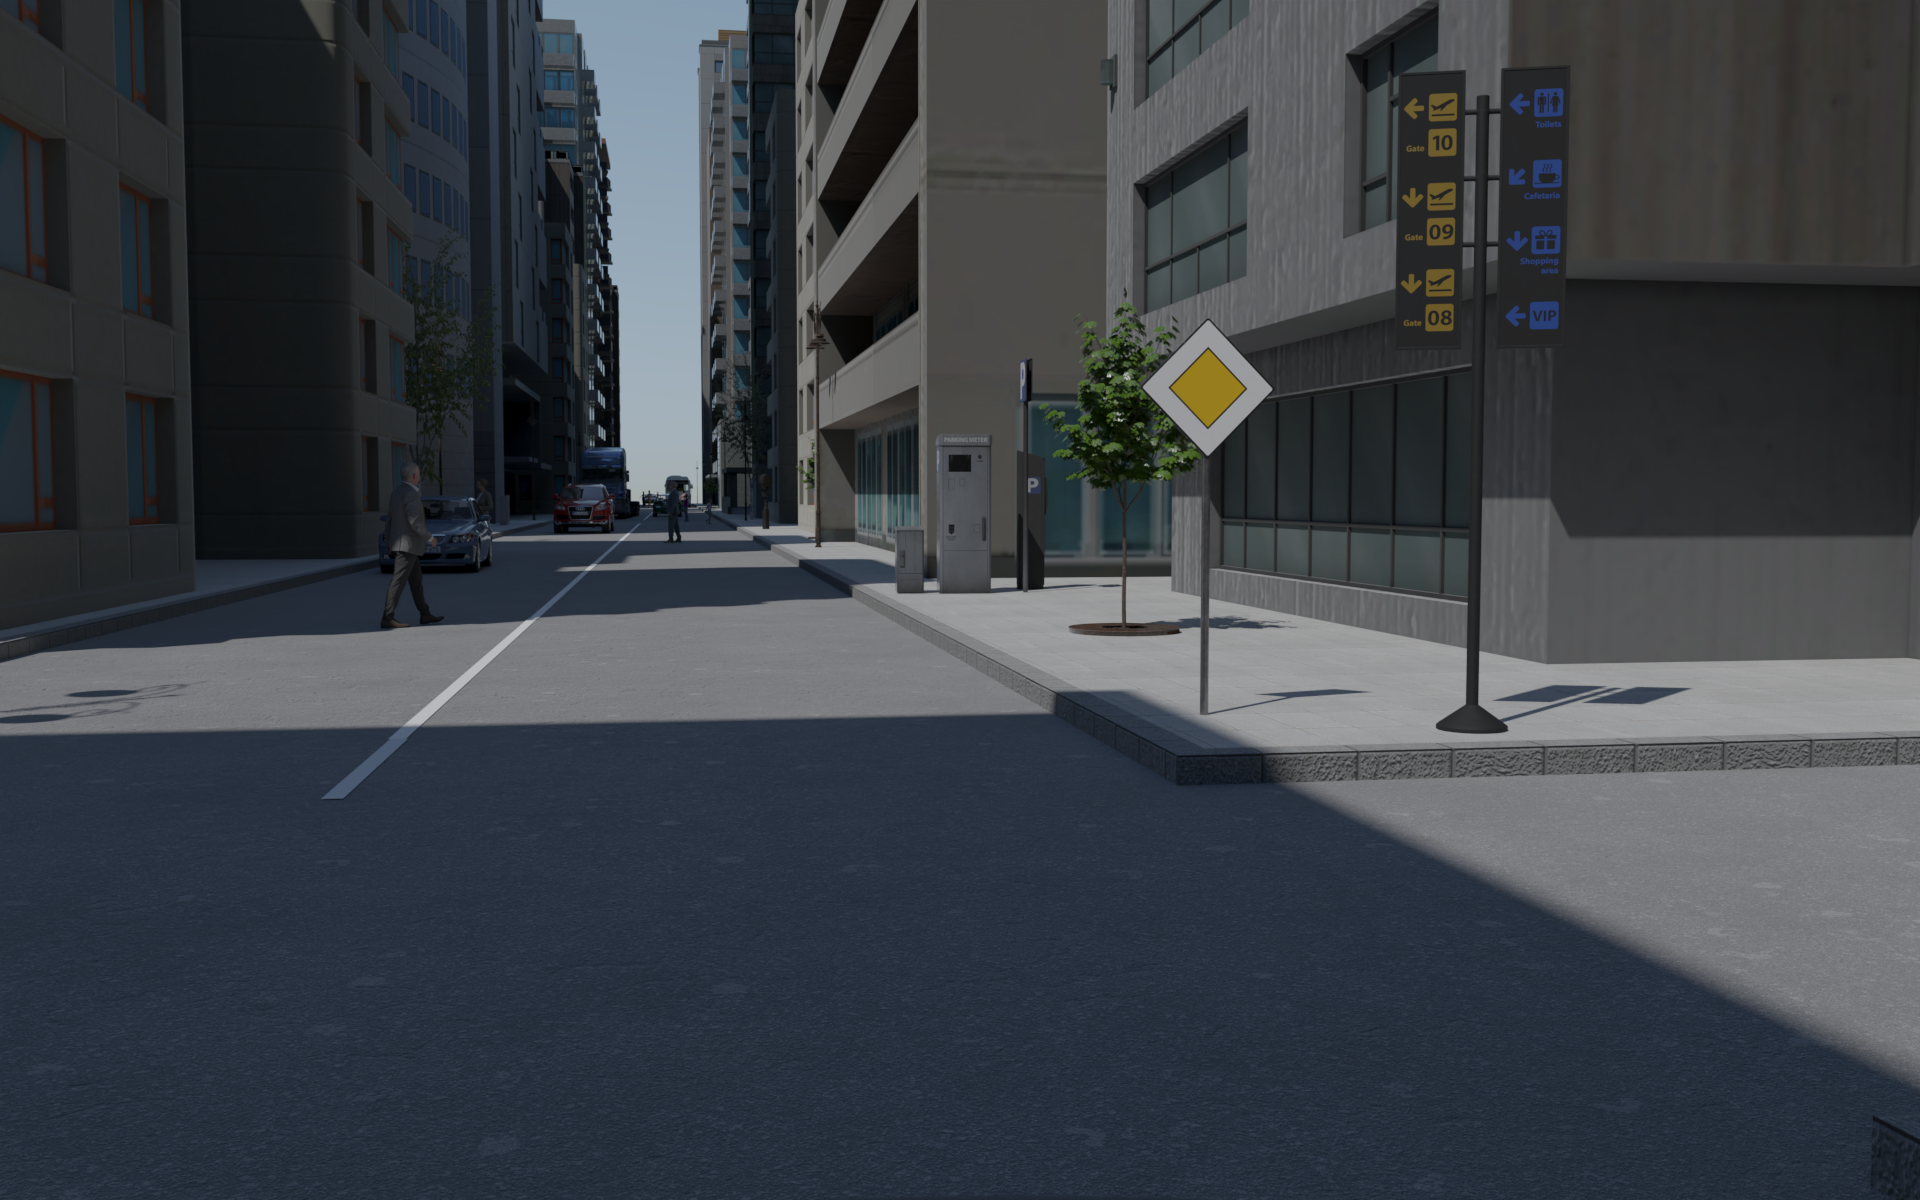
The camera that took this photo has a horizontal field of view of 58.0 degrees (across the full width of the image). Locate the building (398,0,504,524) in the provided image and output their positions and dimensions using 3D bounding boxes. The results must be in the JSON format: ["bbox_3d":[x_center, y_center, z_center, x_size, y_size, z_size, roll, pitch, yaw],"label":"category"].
[{"bbox_3d":[-28.662,-31.748,61.077,21.231,58.520,28.212,-1,4,-9],"label":"building"}]

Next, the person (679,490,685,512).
[{"bbox_3d":[-21.587,-7.677,134.731,0.721,1.736,1.217,-3,5,-45],"label":"person"}]

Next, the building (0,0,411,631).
[{"bbox_3d":[-24.727,-11.060,25.873,27.650,21.520,28.899,-1,4,-9],"label":"building"}]

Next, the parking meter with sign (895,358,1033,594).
[{"bbox_3d":[0.034,-1.599,22.407,1.738,3.016,0.543,0,4,-7],"label":"parking meter with sign"}]

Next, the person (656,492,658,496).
[{"bbox_3d":[-40.627,-13.665,232.440,1.217,1.766,0.721,-3,5,-43],"label":"person"}]

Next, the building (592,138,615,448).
[{"bbox_3d":[-52.888,-33.774,206.824,22.147,44.769,28.867,-1,4,-9],"label":"building"}]

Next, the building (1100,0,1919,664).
[{"bbox_3d":[9.788,-14.954,16.206,14.107,30.474,14.160,-1,4,-9],"label":"building"}]

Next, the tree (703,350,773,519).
[{"bbox_3d":[-10.698,-8.401,87.721,4.360,8.622,3.978,0,3,0],"label":"tree"}]

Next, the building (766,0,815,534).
[{"bbox_3d":[6.729,-13.822,71.022,27.650,21.520,28.899,-1,4,-9],"label":"building"}]

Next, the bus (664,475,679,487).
[{"bbox_3d":[-37.369,-14.440,227.643,2.896,3.916,12.252,-1,4,-10],"label":"bus"}]

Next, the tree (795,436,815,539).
[{"bbox_3d":[-3.973,-3.370,49.699,1.663,3.219,1.824,0,3,0],"label":"tree"}]

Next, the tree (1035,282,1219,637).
[{"bbox_3d":[1.413,-1.304,15.921,1.663,3.219,1.824,0,3,0],"label":"tree"}]

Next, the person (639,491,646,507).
[{"bbox_3d":[-35.009,-11.129,191.147,1.217,1.739,0.721,3,5,41],"label":"person"}]

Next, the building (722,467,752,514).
[{"bbox_3d":[0.011,-26.073,118.180,32.217,40.220,23.993,-1,4,-9],"label":"building"}]

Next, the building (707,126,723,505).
[{"bbox_3d":[-23.062,-34.097,207.602,14.600,45.320,14.200,-1,4,-9],"label":"building"}]

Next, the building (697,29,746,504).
[{"bbox_3d":[-23.677,-41.991,228.554,21.231,58.520,28.212,-1,4,-9],"label":"building"}]

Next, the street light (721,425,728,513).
[{"bbox_3d":[-15.807,-8.790,116.506,0.468,5.910,1.993,-1,4,-9],"label":"street light"}]

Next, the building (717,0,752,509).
[{"bbox_3d":[-8.712,-50.801,143.263,22.319,86.520,31.000,-1,4,-9],"label":"building"}]

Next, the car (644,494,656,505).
[{"bbox_3d":[-39.366,-12.749,220.251,2.131,1.459,4.920,-1,4,-8],"label":"car"}]

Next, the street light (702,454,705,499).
[{"bbox_3d":[-29.486,-13.855,199.320,0.468,5.910,1.993,-1,4,-9],"label":"street light"}]

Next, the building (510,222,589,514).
[{"bbox_3d":[-41.110,-16.975,122.580,27.650,21.520,28.899,-1,4,-9],"label":"building"}]

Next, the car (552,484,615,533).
[{"bbox_3d":[-14.036,-3.431,64.776,2.281,1.827,5.304,-1,4,-9],"label":"car"}]

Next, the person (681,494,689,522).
[{"bbox_3d":[-14.214,-4.761,89.571,0.599,1.433,0.991,-2,4,-29],"label":"person"}]

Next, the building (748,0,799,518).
[{"bbox_3d":[-4.928,-19.970,98.217,14.160,30.474,14.107,-1,4,-9],"label":"building"}]

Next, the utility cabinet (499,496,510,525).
[{"bbox_3d":[-18.811,-3.692,71.527,0.306,1.237,1.020,0,4,-8],"label":"utility cabinet"}]

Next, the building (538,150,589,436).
[{"bbox_3d":[-38.556,-22.800,144.482,14.160,30.474,14.107,-1,4,-9],"label":"building"}]

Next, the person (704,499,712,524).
[{"bbox_3d":[-12.046,-4.245,82.916,0.382,1.210,0.505,0,4,-3],"label":"person"}]

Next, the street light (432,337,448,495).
[{"bbox_3d":[-15.245,-4.770,50.776,0.468,5.910,1.993,-1,4,-9],"label":"street light"}]

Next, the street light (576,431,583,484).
[{"bbox_3d":[-27.821,-9.421,126.824,0.468,5.910,1.993,-1,4,-9],"label":"street light"}]

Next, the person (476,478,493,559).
[{"bbox_3d":[-10.038,-1.667,36.299,0.362,1.759,0.519,-3,5,-44],"label":"person"}]

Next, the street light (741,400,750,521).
[{"bbox_3d":[-10.348,-6.773,83.526,0.468,5.910,1.993,-1,4,-9],"label":"street light"}]

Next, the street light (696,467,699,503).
[{"bbox_3d":[-36.615,-16.427,241.369,0.468,5.910,1.993,-1,4,-9],"label":"street light"}]

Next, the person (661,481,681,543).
[{"bbox_3d":[-8.524,-2.593,51.069,0.590,1.801,0.661,0,4,-2],"label":"person"}]

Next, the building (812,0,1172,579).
[{"bbox_3d":[8.297,-25.267,36.817,21.300,48.544,21.600,-1,4,-9],"label":"building"}]

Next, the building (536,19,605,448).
[{"bbox_3d":[-48.215,-34.119,177.456,23.786,49.044,30.456,-1,4,-9],"label":"building"}]

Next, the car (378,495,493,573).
[{"bbox_3d":[-9.924,-1.283,32.987,2.014,1.417,4.499,-1,4,-11],"label":"car"}]

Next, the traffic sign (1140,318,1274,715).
[{"bbox_3d":[1.415,-0.389,10.000,0.795,2.450,0.064,-1,4,-9],"label":"traffic sign"}]

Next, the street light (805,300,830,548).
[{"bbox_3d":[-3.402,-4.199,41.447,0.468,5.910,1.993,-1,4,-9],"label":"street light"}]

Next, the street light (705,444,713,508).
[{"bbox_3d":[-22.872,-11.391,159.030,0.468,5.910,1.993,-1,4,-9],"label":"street light"}]

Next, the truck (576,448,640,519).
[{"bbox_3d":[-21.278,-7.106,105.947,2.967,4.110,18.799,0,4,-8],"label":"truck"}]

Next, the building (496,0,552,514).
[{"bbox_3d":[-36.939,-30.829,93.286,28.713,52.752,27.495,-1,4,-9],"label":"building"}]

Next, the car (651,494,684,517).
[{"bbox_3d":[-18.580,-6.009,110.049,2.131,1.459,4.920,-1,4,-9],"label":"car"}]

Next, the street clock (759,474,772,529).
[{"bbox_3d":[-7.084,-3.584,63.175,0.358,2.002,0.471,3,4,38],"label":"street clock"}]

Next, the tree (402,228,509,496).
[{"bbox_3d":[-14.576,-5.922,47.191,4.737,8.622,4.395,0,3,0],"label":"tree"}]

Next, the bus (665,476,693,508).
[{"bbox_3d":[-30.228,-11.698,186.119,2.948,3.499,13.247,-1,4,-8],"label":"bus"}]

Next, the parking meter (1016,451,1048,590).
[{"bbox_3d":[0.969,-1.079,23.347,0.399,1.863,0.255,0,4,-5],"label":"parking meter"}]

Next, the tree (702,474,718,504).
[{"bbox_3d":[-23.852,-10.512,166.475,1.663,3.219,1.824,0,3,0],"label":"tree"}]

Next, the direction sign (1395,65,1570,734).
[{"bbox_3d":[2.789,-1.060,9.333,0.876,3.537,0.379,1,4,12],"label":"direction sign"}]

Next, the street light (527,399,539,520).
[{"bbox_3d":[-20.884,-6.847,84.743,0.468,5.910,1.993,-1,4,-9],"label":"street light"}]

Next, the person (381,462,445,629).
[{"bbox_3d":[-5.894,-0.600,18.705,0.661,1.777,0.834,3,5,42],"label":"person"}]

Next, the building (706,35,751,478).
[{"bbox_3d":[-15.333,-34.650,186.137,23.786,49.044,30.456,-1,4,-9],"label":"building"}]

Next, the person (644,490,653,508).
[{"bbox_3d":[-31.398,-10.178,174.909,1.348,1.824,0.705,3,5,39],"label":"person"}]

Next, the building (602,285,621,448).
[{"bbox_3d":[-52.296,-27.975,229.096,14.160,30.474,14.107,-1,4,-9],"label":"building"}]
